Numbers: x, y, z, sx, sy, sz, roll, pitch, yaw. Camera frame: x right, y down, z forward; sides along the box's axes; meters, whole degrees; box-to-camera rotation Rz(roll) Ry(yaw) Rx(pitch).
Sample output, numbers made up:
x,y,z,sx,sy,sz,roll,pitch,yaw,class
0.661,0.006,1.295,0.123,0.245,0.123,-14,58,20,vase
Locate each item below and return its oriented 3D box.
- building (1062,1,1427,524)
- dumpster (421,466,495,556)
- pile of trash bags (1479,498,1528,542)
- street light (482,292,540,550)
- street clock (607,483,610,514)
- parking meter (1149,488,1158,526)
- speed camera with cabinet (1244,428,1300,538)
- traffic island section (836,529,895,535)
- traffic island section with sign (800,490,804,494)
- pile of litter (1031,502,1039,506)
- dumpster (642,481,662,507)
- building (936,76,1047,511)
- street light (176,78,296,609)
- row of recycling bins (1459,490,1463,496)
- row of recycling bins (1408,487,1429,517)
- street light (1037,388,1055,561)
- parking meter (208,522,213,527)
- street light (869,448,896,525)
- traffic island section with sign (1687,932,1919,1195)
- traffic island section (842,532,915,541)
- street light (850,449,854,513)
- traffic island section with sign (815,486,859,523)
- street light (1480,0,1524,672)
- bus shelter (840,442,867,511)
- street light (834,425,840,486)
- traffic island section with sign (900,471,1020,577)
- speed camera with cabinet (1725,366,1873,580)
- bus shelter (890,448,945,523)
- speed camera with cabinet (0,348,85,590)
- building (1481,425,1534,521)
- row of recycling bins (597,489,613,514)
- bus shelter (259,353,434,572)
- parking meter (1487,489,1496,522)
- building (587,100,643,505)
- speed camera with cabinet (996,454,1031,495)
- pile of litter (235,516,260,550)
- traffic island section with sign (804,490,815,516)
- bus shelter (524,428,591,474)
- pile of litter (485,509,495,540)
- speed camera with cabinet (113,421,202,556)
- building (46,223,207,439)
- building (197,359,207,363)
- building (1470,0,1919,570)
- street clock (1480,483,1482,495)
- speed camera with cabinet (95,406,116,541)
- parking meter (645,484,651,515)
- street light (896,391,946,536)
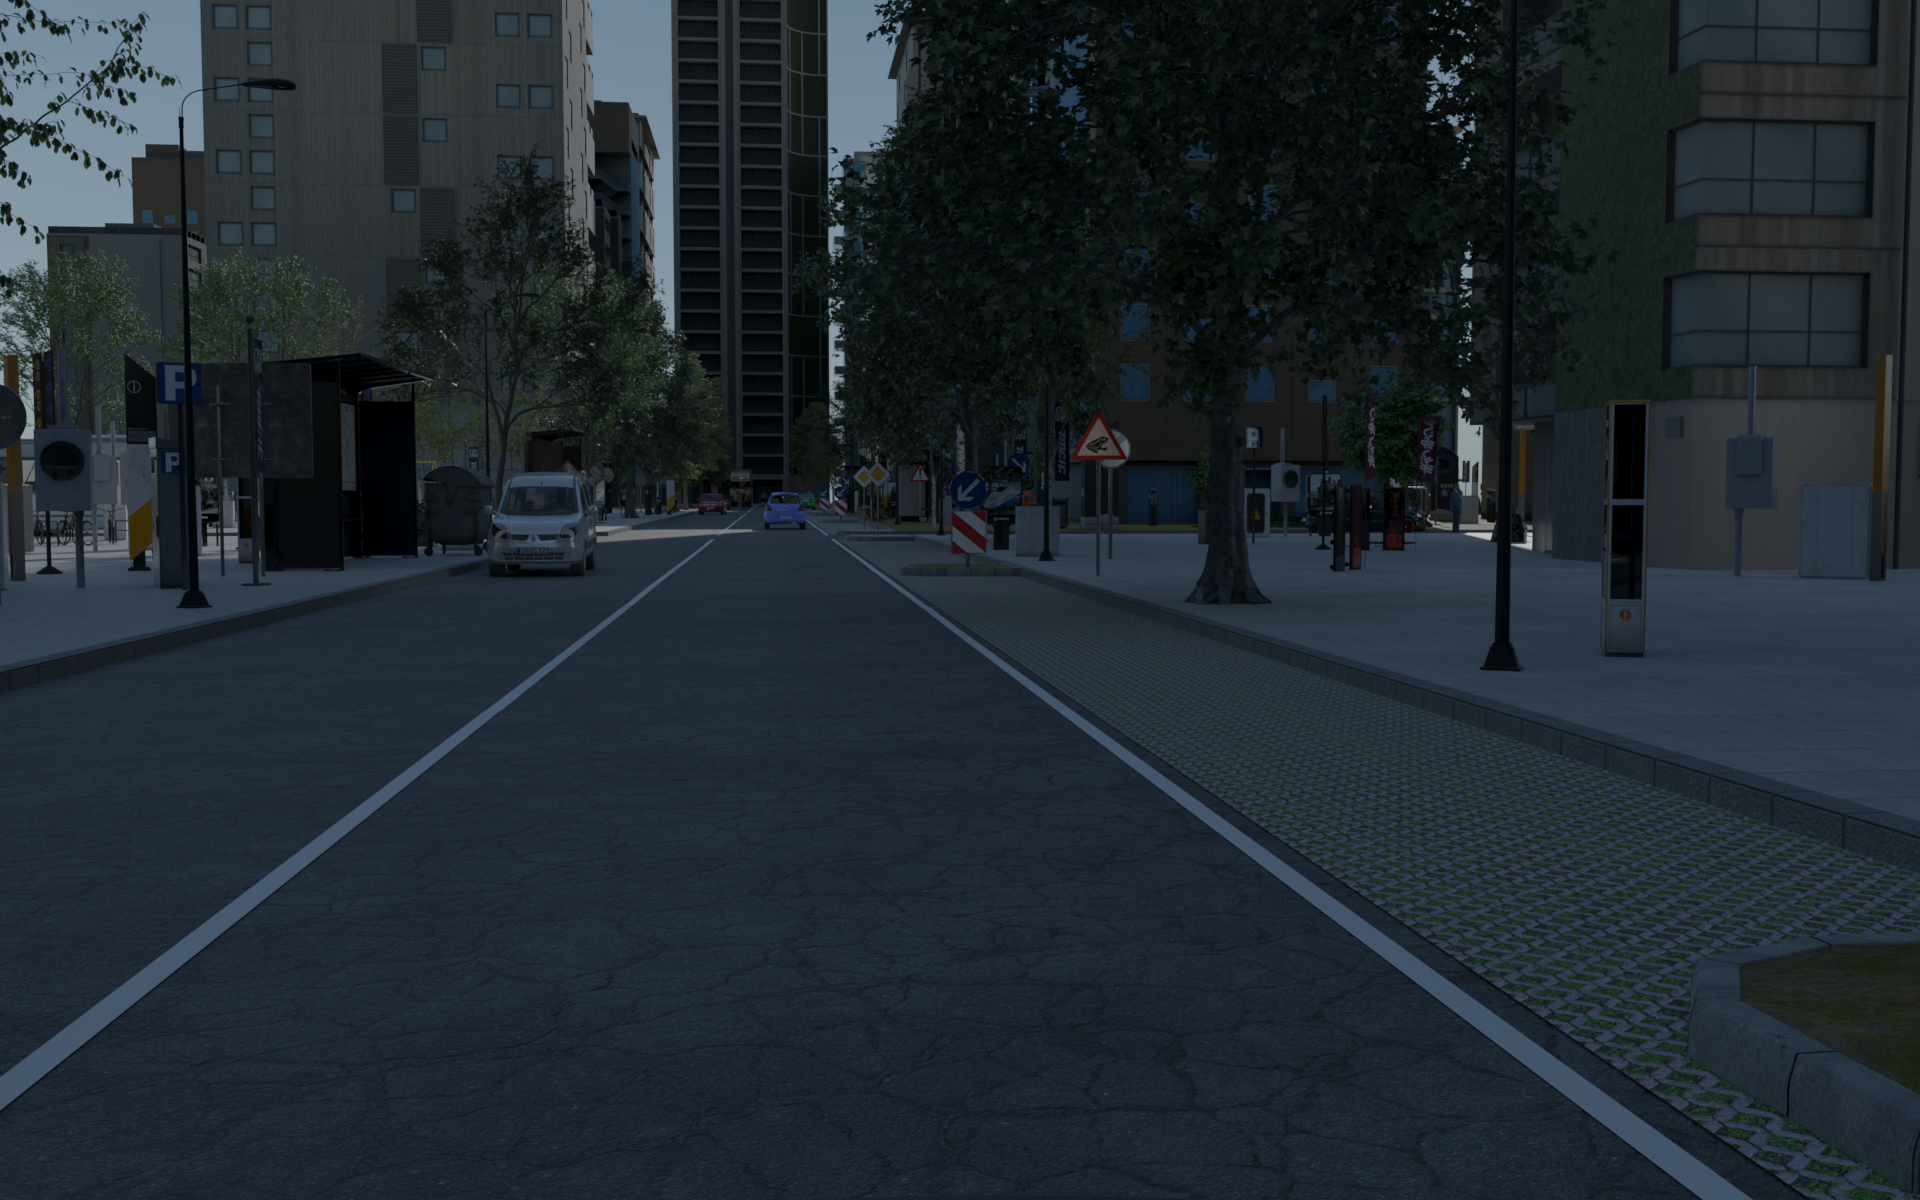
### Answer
x,y,z,sx,sy,sz,roll,pitch,yaw,class
11.937,-26.234,79.032,14.200,45.320,14.600,0,4,-6,building
-10.538,-1.873,36.386,1.264,1.857,1.865,0,4,-6,dumpster
15.761,-2.209,45.871,3.447,1.369,1.912,3,5,39,pile of trash bags
-10.353,-4.122,39.928,1.470,5.913,1.316,0,4,-6,street light
-22.579,-6.483,110.564,0.471,2.002,0.358,-1,4,-19,street clock
7.833,-3.774,70.112,0.372,1.533,0.369,0,3,0,parking meter
9.125,-3.500,51.557,2.038,3.252,0.660,-2,4,-25,speed camera with cabinet
-3.375,-2.394,61.422,2.009,0.180,2.903,0,4,-6,traffic island section
-14.416,-9.425,162.729,1.989,1.847,2.006,0,4,-6,traffic island section with sign
4.164,-5.091,97.196,1.719,0.858,1.176,1,4,18,pile of litter
-21.996,-7.445,124.224,1.502,2.255,1.985,0,4,-6,dumpster
10.975,-49.110,115.619,22.319,86.520,31.000,0,4,-6,building
-8.113,-2.868,19.439,1.470,5.913,1.316,0,4,-6,street light
38.134,-7.834,135.200,1.069,1.692,3.534,-1,4,-12,row of recycling bins
25.373,-5.457,96.330,1.069,1.692,3.534,2,4,27,row of recycling bins
1.120,-3.699,33.019,1.470,5.913,1.316,0,4,-6,street light
-29.026,-3.602,67.308,0.372,1.533,0.369,0,3,0,parking meter
-3.169,-6.125,72.678,1.470,5.913,1.316,0,4,-6,street light
2.877,0.282,4.019,1.989,1.847,2.006,0,4,-6,traffic island section with sign
-2.510,-1.908,53.484,2.009,0.180,2.903,0,4,-6,traffic island section
-5.297,-7.378,93.179,1.470,5.913,1.316,0,4,-6,street light
-6.043,-4.725,85.876,1.989,1.847,2.006,0,4,-6,traffic island section with sign
3.428,-2.441,12.452,1.470,5.913,1.316,0,4,-6,street light
-7.900,-9.340,130.344,2.179,5.291,8.768,0,4,-6,bus shelter
-7.680,-8.689,114.611,1.470,5.913,1.316,0,4,-6,street light
-0.043,-1.357,30.816,1.989,1.847,2.006,0,4,-6,traffic island section with sign
12.913,-1.973,26.596,2.038,3.252,0.660,2,4,34,speed camera with cabinet
-1.950,-5.156,78.231,2.014,3.302,5.546,0,4,-6,bus shelter
-12.766,-1.765,23.186,2.038,3.252,0.660,-1,4,-23,speed camera with cabinet
37.475,-28.132,83.661,21.600,48.544,21.300,0,4,-6,building
-23.906,-6.568,114.496,1.069,1.692,3.534,0,4,8,row of recycling bins
-11.120,-2.478,31.797,1.731,3.624,6.357,0,4,-6,bus shelter
24.138,-4.298,78.679,0.372,1.533,0.369,0,3,0,parking meter
-43.444,-33.252,193.786,14.200,45.320,14.600,0,4,-6,building
2.475,-5.614,86.129,2.038,3.252,0.660,-1,4,-13,speed camera with cabinet
-16.229,-1.616,40.393,1.176,0.858,1.719,-3,4,-39,pile of litter
-8.987,-6.379,112.920,1.989,1.847,2.006,0,4,-6,traffic island section with sign
-14.878,-4.466,64.296,1.731,3.624,6.357,0,4,-6,bus shelter
-13.746,-2.146,49.056,1.176,0.858,1.719,2,4,32,pile of litter
-16.717,-2.560,36.199,2.038,3.252,0.660,2,4,33,speed camera with cabinet
-89.118,-25.508,188.757,14.107,30.474,14.160,0,4,-6,building
-65.460,-53.411,185.939,31.000,86.520,22.319,0,4,-6,building
18.540,-21.527,35.558,14.154,41.232,14.086,0,4,-6,building
35.672,-6.953,118.257,0.358,2.002,0.471,0,4,3,street clock
-19.092,-2.779,39.773,0.660,3.252,2.038,3,5,44,speed camera with cabinet
-18.912,-6.069,104.932,0.255,1.863,0.399,1,4,17,parking meter
-1.116,-4.952,53.508,1.470,5.913,1.316,0,4,-6,street light
